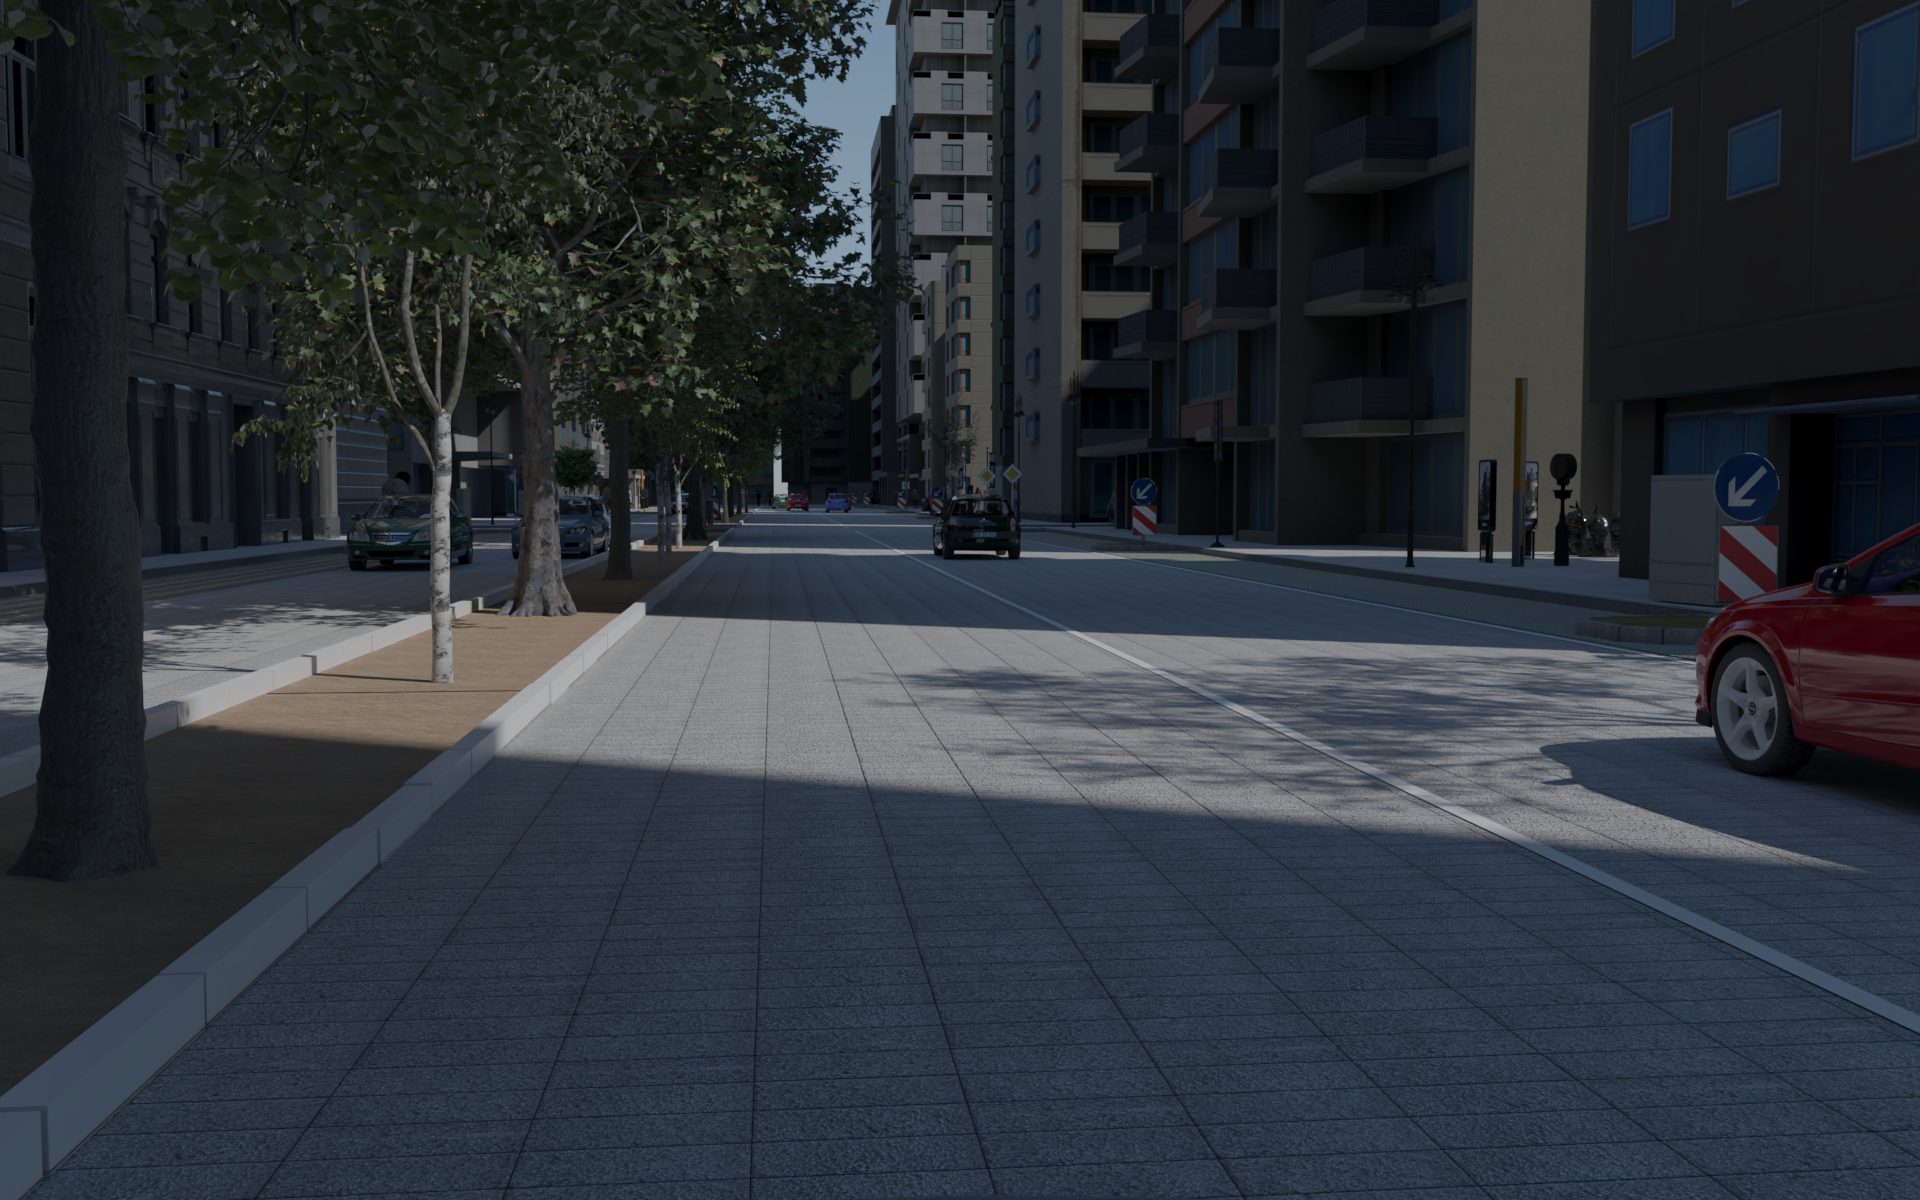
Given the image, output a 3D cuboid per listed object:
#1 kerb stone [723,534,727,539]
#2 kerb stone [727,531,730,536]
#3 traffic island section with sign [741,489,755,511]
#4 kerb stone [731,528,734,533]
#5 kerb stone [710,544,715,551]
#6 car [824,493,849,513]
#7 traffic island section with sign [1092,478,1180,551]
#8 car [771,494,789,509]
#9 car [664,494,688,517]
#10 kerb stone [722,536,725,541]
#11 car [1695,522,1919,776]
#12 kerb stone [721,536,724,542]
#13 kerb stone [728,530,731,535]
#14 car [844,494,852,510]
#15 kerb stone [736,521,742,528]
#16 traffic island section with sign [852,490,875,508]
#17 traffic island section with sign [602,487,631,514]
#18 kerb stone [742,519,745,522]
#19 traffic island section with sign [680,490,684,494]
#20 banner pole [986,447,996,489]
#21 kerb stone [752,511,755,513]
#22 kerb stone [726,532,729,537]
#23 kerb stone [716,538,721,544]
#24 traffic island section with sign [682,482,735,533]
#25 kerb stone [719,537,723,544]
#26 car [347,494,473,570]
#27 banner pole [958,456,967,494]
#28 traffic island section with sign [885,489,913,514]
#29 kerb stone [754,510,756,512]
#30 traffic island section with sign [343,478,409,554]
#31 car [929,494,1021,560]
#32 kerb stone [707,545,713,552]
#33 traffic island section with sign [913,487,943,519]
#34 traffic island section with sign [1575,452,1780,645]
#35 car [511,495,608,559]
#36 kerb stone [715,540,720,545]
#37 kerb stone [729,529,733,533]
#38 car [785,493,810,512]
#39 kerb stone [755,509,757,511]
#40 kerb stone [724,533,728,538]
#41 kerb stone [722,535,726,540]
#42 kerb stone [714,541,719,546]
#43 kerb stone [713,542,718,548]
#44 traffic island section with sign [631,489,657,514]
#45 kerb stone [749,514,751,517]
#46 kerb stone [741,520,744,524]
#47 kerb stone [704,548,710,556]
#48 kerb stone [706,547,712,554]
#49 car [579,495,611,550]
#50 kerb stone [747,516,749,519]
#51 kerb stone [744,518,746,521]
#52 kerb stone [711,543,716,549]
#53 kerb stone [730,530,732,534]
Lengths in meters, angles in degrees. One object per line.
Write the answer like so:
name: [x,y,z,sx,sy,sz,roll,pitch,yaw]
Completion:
kerb stone: [-7.153,-1.824,52.076,0.120,0.150,1.000,0,4,-6]
kerb stone: [-7.485,-2.014,55.130,0.120,0.150,1.000,0,4,-6]
traffic island section with sign: [-18.389,-8.505,147.197,2.006,1.907,1.989,0,4,-6]
kerb stone: [-8.035,-2.326,60.230,0.120,0.150,1.000,0,4,-6]
kerb stone: [-6.063,-1.201,41.865,0.120,0.150,1.000,0,4,-6]
car: [-9.468,-7.551,133.044,1.945,1.707,3.694,0,4,-7]
traffic island section with sign: [4.410,-2.164,44.015,1.989,1.847,2.006,0,4,-6]
car: [-16.827,-9.294,163.751,2.131,1.459,4.920,0,4,-8]
car: [-17.451,-6.025,108.289,2.009,1.686,4.222,0,4,-6]
kerb stone: [-6.934,-1.702,50.035,0.120,0.150,1.000,0,4,-6]
car: [5.067,0.084,7.664,2.155,1.783,4.494,0,4,-8]
kerb stone: [-6.835,-1.640,49.007,0.120,0.150,1.000,0,4,-6]
kerb stone: [-7.706,-2.137,57.169,0.120,0.150,1.000,0,4,-6]
car: [-10.611,-8.849,153.721,2.155,1.783,4.494,0,4,-6]
kerb stone: [-9.505,-3.167,73.975,0.120,0.150,1.000,0,4,-6]
traffic island section with sign: [-9.623,-10.190,175.240,1.989,1.847,2.006,0,4,-6]
traffic island section with sign: [-19.680,-5.405,97.005,1.989,1.847,2.006,0,4,-6]
kerb stone: [-10.149,-3.542,80.103,0.120,0.150,1.000,0,4,-6]
traffic island section with sign: [-27.850,-10.072,173.307,1.989,1.847,2.006,0,4,-6]
banner pole: [1.601,-6.215,91.640,0.401,3.779,0.863,-3,5,-40]
kerb stone: [-13.978,-5.727,115.830,0.120,0.150,1.000,0,4,-6]
kerb stone: [-7.373,-1.952,54.115,0.120,0.150,1.000,0,4,-6]
kerb stone: [-6.614,-1.515,46.964,0.120,0.150,1.000,0,4,-6]
traffic island section with sign: [-9.609,-3.485,65.118,2.006,1.907,1.989,0,4,-6]
kerb stone: [-6.724,-1.576,47.985,0.120,0.150,1.000,0,4,-6]
car: [-10.769,-1.366,34.132,2.131,1.459,4.920,0,4,-8]
banner pole: [0.190,-7.594,114.179,0.863,3.779,0.401,3,4,36]
traffic island section with sign: [-4.452,-7.234,126.898,1.989,1.847,2.006,0,4,-6]
kerb stone: [-14.744,-6.158,122.963,0.120,0.150,1.000,0,4,-6]
traffic island section with sign: [-13.836,-2.059,42.288,1.989,1.847,2.006,0,4,-6]
car: [0.344,-1.808,39.341,2.009,1.686,4.222,0,4,-5]
kerb stone: [-5.958,-1.141,40.847,0.120,0.150,1.000,0,4,-6]
traffic island section with sign: [-1.468,-5.529,99.034,1.989,1.847,2.006,0,4,-6]
traffic island section with sign: [7.282,-0.525,17.212,1.989,1.847,2.006,0,4,-6]
car: [-9.182,-1.710,39.966,2.014,1.417,4.499,0,4,-5]
kerb stone: [-6.504,-1.447,45.944,0.120,0.150,1.000,0,4,-6]
kerb stone: [-7.918,-2.264,59.213,0.120,0.150,1.000,0,4,-6]
car: [-13.497,-8.246,143.863,2.155,1.783,4.494,0,4,-7]
kerb stone: [-15.279,-6.471,128.050,0.120,0.150,1.000,0,4,-6]
kerb stone: [-7.262,-1.888,53.094,0.120,0.150,1.000,0,4,-6]
kerb stone: [-7.051,-1.763,51.059,0.120,0.150,1.000,0,4,-6]
kerb stone: [-6.393,-1.387,44.916,0.120,0.150,1.000,0,4,-6]
kerb stone: [-6.284,-1.323,43.897,0.120,0.150,1.000,0,4,-6]
traffic island section with sign: [-22.608,-7.078,124.357,1.989,1.847,2.006,0,4,-6]
kerb stone: [-12.231,-4.729,99.516,0.120,0.150,1.000,0,4,-6]
kerb stone: [-10.050,-3.480,79.086,0.120,0.150,1.000,0,4,-6]
kerb stone: [-5.737,-1.016,38.806,0.120,0.150,1.000,0,4,-6]
kerb stone: [-5.846,-1.078,39.827,0.120,0.150,1.000,0,4,-6]
car: [-9.909,-2.021,45.049,2.014,1.417,4.499,0,4,-6]
kerb stone: [-11.352,-4.225,91.358,0.120,0.150,1.000,0,4,-6]
kerb stone: [-10.589,-3.792,84.192,0.120,0.150,1.000,0,4,-6]
kerb stone: [-6.175,-1.265,42.881,0.120,0.150,1.000,0,4,-6]
kerb stone: [-7.810,-2.197,58.192,0.120,0.150,1.000,0,4,-6]
